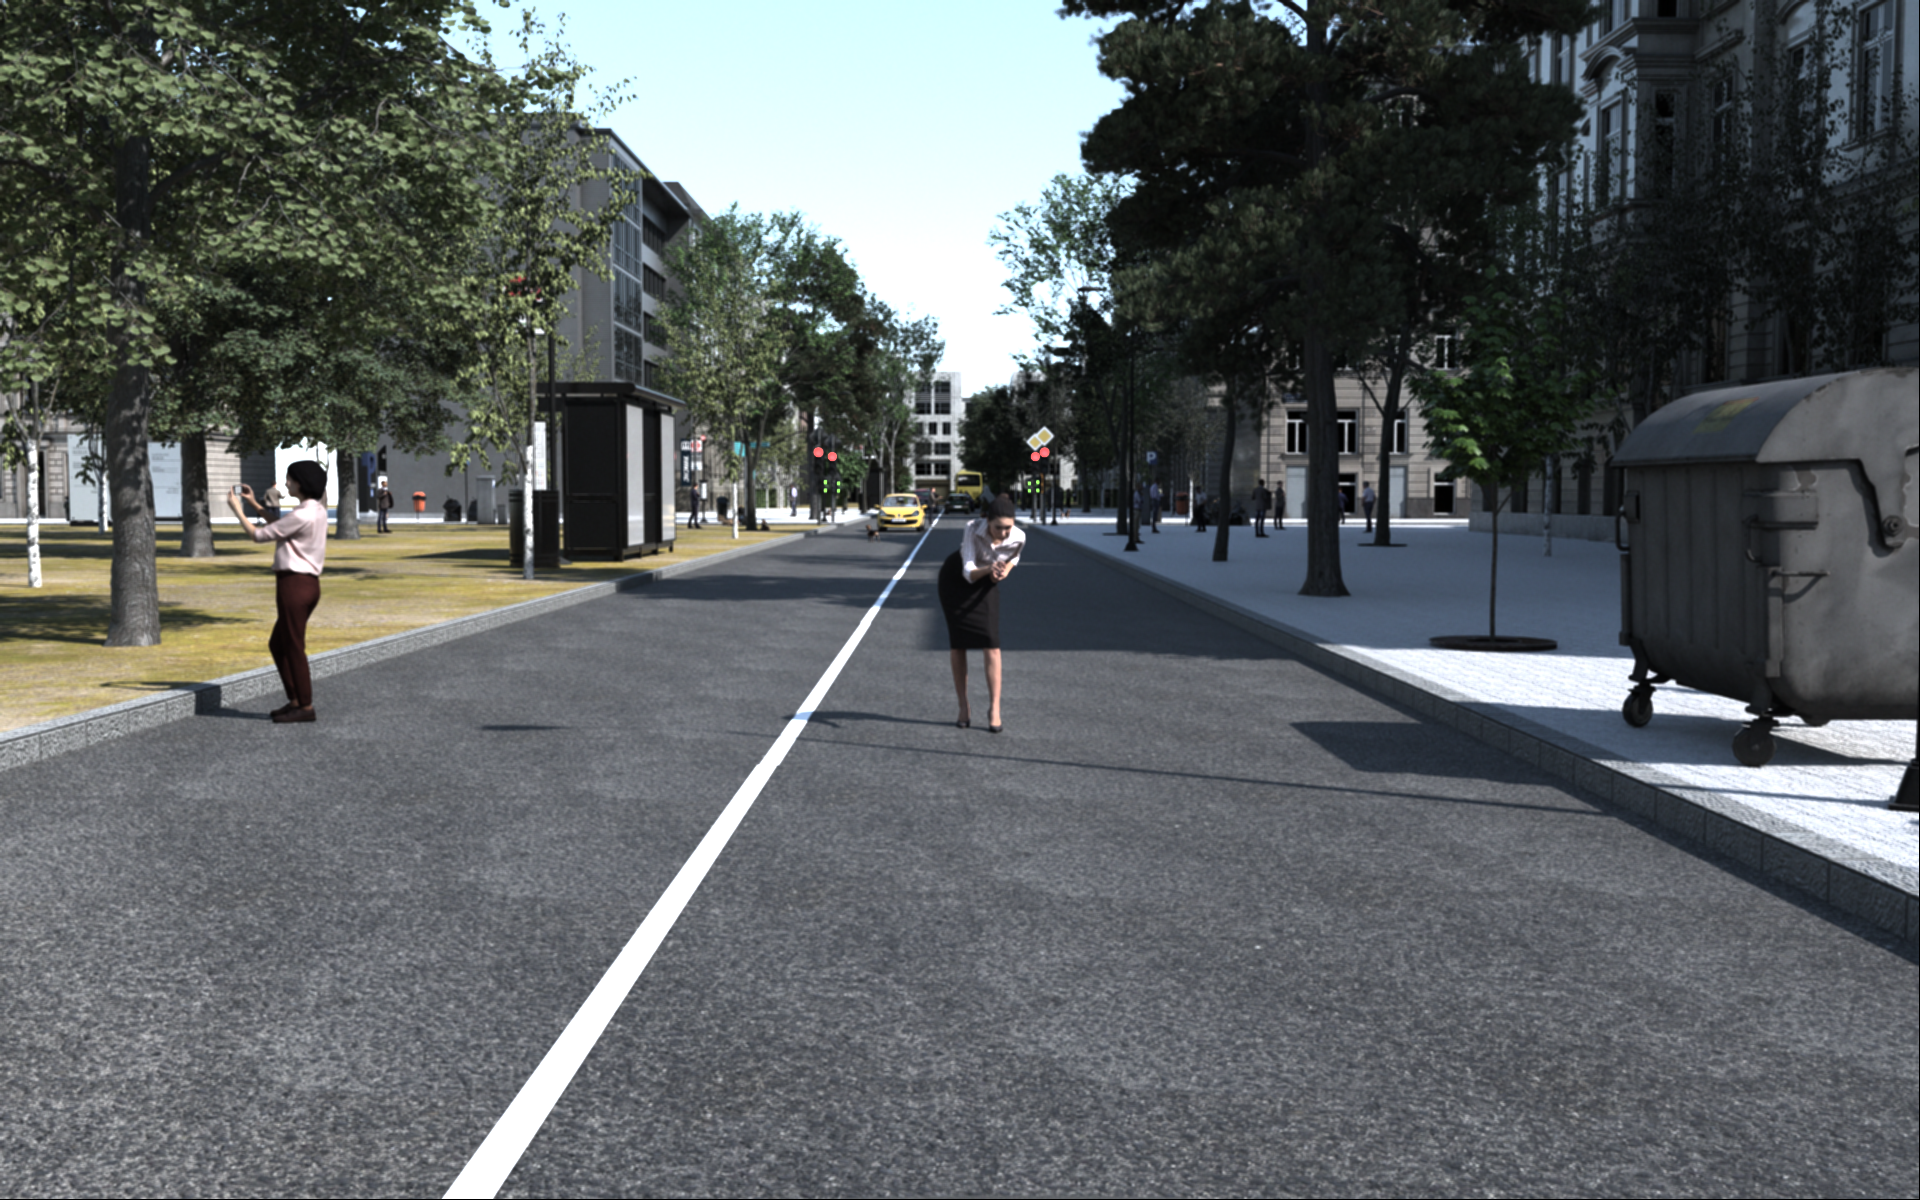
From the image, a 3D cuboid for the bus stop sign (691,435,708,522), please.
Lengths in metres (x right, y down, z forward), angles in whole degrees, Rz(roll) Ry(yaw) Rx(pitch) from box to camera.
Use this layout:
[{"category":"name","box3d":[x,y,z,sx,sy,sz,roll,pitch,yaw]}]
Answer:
[{"category":"bus stop sign","box3d":[-11.825,-5.484,78.361,0.855,3.939,0.416,-1,4,-23]}]

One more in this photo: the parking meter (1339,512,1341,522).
[{"category":"parking meter","box3d":[17.551,-4.418,80.639,0.372,1.533,0.369,0,3,0]}]

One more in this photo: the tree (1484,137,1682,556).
[{"category":"tree","box3d":[12.348,-5.207,35.490,4.737,8.622,4.395,0,3,0]}]

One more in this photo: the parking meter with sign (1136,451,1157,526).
[{"category":"parking meter with sign","box3d":[7.532,-4.574,71.049,0.543,3.016,1.738,-1,4,-14]}]

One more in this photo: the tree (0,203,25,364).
[{"category":"tree","box3d":[-29.443,-7.452,47.601,9.928,11.665,9.643,0,3,0]}]

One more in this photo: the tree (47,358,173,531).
[{"category":"tree","box3d":[-29.863,-6.753,60.771,4.360,8.622,3.978,0,3,0]}]

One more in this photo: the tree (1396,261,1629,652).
[{"category":"tree","box3d":[4.427,-1.224,14.616,1.663,3.219,1.824,0,3,0]}]

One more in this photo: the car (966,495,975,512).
[{"category":"car","box3d":[0.286,-7.833,140.649,1.945,1.354,3.894,0,4,-2]}]

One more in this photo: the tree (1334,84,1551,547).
[{"category":"tree","box3d":[10.560,-7.128,42.292,9.928,11.665,9.643,0,3,0]}]

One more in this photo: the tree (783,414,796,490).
[{"category":"tree","box3d":[-14.221,-10.207,117.253,4.360,8.622,3.978,0,3,0]}]

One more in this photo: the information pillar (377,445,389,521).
[{"category":"information pillar","box3d":[-27.337,-5.544,81.994,0.183,3.616,0.504,2,4,28]}]

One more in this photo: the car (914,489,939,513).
[{"category":"car","box3d":[-2.724,-7.584,132.673,2.281,1.827,5.304,0,4,2]}]

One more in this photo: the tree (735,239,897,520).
[{"category":"tree","box3d":[-7.518,-10.920,85.966,7.806,13.903,7.818,0,3,0]}]

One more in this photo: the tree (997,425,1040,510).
[{"category":"tree","box3d":[4.724,-11.696,141.595,4.737,8.622,4.395,0,3,0]}]

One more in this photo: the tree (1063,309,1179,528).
[{"category":"tree","box3d":[6.484,-6.982,64.520,4.737,8.622,4.395,0,3,0]}]

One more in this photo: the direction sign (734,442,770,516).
[{"category":"direction sign","box3d":[-9.348,-5.548,79.473,1.411,3.948,2.525,1,4,22]}]

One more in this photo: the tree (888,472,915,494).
[{"category":"tree","box3d":[-6.629,-13.001,196.272,4.285,4.588,4.351,0,3,0]}]

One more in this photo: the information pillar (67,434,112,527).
[{"category":"information pillar","box3d":[-34.216,-4.699,68.141,1.656,3.620,0.184,0,4,2]}]

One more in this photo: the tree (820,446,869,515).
[{"category":"tree","box3d":[-7.291,-7.598,107.942,4.285,4.588,4.351,0,3,0]}]

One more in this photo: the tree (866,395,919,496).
[{"category":"tree","box3d":[-8.068,-16.356,189.479,6.751,12.117,7.091,0,3,0]}]

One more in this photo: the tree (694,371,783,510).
[{"category":"tree","box3d":[-12.857,-9.030,98.000,4.360,8.622,3.978,0,3,0]}]

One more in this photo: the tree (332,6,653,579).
[{"category":"tree","box3d":[-6.763,-4.626,25.991,4.737,8.622,4.395,0,3,0]}]

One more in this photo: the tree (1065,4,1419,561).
[{"category":"tree","box3d":[5.309,-6.016,32.767,7.601,10.594,8.767,1,4,15]}]

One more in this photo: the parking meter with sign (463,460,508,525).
[{"category":"parking meter with sign","box3d":[-19.612,-4.612,71.669,1.738,3.016,0.543,0,4,3]}]

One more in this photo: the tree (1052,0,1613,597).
[{"category":"tree","box3d":[4.526,-6.082,21.504,6.751,12.117,7.091,0,3,0]}]

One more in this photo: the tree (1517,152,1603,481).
[{"category":"tree","box3d":[11.752,-4.830,29.331,4.360,8.622,3.978,0,3,0]}]

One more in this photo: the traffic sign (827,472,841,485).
[{"category":"traffic sign","box3d":[-6.980,-5.850,95.748,0.768,2.556,0.104,0,4,7]}]

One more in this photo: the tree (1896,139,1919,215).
[{"category":"tree","box3d":[12.857,-4.193,18.910,4.737,8.622,4.395,0,3,0]}]

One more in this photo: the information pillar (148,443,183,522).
[{"category":"information pillar","box3d":[-36.551,-5.408,79.733,1.656,3.620,0.184,1,4,10]}]

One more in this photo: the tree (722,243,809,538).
[{"category":"tree","box3d":[-6.754,-6.092,49.975,4.737,8.622,4.395,0,3,0]}]

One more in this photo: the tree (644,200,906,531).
[{"category":"tree","box3d":[-7.206,-8.231,60.339,9.928,11.665,9.643,0,3,0]}]

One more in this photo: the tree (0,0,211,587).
[{"category":"tree","box3d":[-12.670,-4.497,23.891,4.737,8.622,4.395,0,3,0]}]

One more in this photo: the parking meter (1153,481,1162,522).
[{"category":"parking meter","box3d":[8.929,-4.444,78.372,0.255,1.863,0.399,-3,4,-38]}]

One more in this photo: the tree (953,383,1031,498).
[{"category":"tree","box3d":[4.251,-17.646,195.164,9.857,13.997,8.962,0,3,0]}]

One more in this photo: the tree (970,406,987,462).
[{"category":"tree","box3d":[4.898,-10.338,103.443,8.767,10.594,7.601,0,4,-1]}]

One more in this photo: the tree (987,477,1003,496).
[{"category":"tree","box3d":[4.032,-13.239,211.058,1.663,3.219,1.824,0,3,0]}]

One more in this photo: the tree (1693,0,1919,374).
[{"category":"tree","box3d":[11.880,-4.495,23.856,4.360,8.622,3.978,0,3,0]}]

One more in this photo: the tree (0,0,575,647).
[{"category":"tree","box3d":[-6.861,-5.911,14.772,7.486,12.596,7.792,0,3,0]}]

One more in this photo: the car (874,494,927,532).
[{"category":"car","box3d":[-2.258,-3.451,66.642,2.015,1.641,3.980,0,4,1]}]

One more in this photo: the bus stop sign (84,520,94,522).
[{"category":"bus stop sign","box3d":[-40.033,-5.581,79.949,0.855,3.939,0.416,-1,4,-9]}]

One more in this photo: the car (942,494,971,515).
[{"category":"car","box3d":[-0.218,-6.830,121.453,2.009,1.686,4.222,0,4,-2]}]

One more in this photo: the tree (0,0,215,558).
[{"category":"tree","box3d":[-15.460,-7.845,34.928,9.857,13.997,8.962,0,3,0]}]

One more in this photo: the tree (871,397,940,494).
[{"category":"tree","box3d":[-7.249,-18.767,217.215,12.009,13.543,11.850,0,3,0]}]

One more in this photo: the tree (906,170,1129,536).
[{"category":"tree","box3d":[4.911,-7.830,53.782,9.928,11.665,9.643,0,3,0]}]

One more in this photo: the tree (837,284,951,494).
[{"category":"tree","box3d":[-6.912,-18.205,153.544,12.611,20.169,13.585,0,3,0]}]

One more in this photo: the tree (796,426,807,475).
[{"category":"tree","box3d":[-14.444,-11.715,141.909,4.360,8.622,3.978,0,3,0]}]

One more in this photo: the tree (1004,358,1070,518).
[{"category":"tree","box3d":[4.847,-8.767,93.708,4.360,8.622,3.978,0,3,0]}]
